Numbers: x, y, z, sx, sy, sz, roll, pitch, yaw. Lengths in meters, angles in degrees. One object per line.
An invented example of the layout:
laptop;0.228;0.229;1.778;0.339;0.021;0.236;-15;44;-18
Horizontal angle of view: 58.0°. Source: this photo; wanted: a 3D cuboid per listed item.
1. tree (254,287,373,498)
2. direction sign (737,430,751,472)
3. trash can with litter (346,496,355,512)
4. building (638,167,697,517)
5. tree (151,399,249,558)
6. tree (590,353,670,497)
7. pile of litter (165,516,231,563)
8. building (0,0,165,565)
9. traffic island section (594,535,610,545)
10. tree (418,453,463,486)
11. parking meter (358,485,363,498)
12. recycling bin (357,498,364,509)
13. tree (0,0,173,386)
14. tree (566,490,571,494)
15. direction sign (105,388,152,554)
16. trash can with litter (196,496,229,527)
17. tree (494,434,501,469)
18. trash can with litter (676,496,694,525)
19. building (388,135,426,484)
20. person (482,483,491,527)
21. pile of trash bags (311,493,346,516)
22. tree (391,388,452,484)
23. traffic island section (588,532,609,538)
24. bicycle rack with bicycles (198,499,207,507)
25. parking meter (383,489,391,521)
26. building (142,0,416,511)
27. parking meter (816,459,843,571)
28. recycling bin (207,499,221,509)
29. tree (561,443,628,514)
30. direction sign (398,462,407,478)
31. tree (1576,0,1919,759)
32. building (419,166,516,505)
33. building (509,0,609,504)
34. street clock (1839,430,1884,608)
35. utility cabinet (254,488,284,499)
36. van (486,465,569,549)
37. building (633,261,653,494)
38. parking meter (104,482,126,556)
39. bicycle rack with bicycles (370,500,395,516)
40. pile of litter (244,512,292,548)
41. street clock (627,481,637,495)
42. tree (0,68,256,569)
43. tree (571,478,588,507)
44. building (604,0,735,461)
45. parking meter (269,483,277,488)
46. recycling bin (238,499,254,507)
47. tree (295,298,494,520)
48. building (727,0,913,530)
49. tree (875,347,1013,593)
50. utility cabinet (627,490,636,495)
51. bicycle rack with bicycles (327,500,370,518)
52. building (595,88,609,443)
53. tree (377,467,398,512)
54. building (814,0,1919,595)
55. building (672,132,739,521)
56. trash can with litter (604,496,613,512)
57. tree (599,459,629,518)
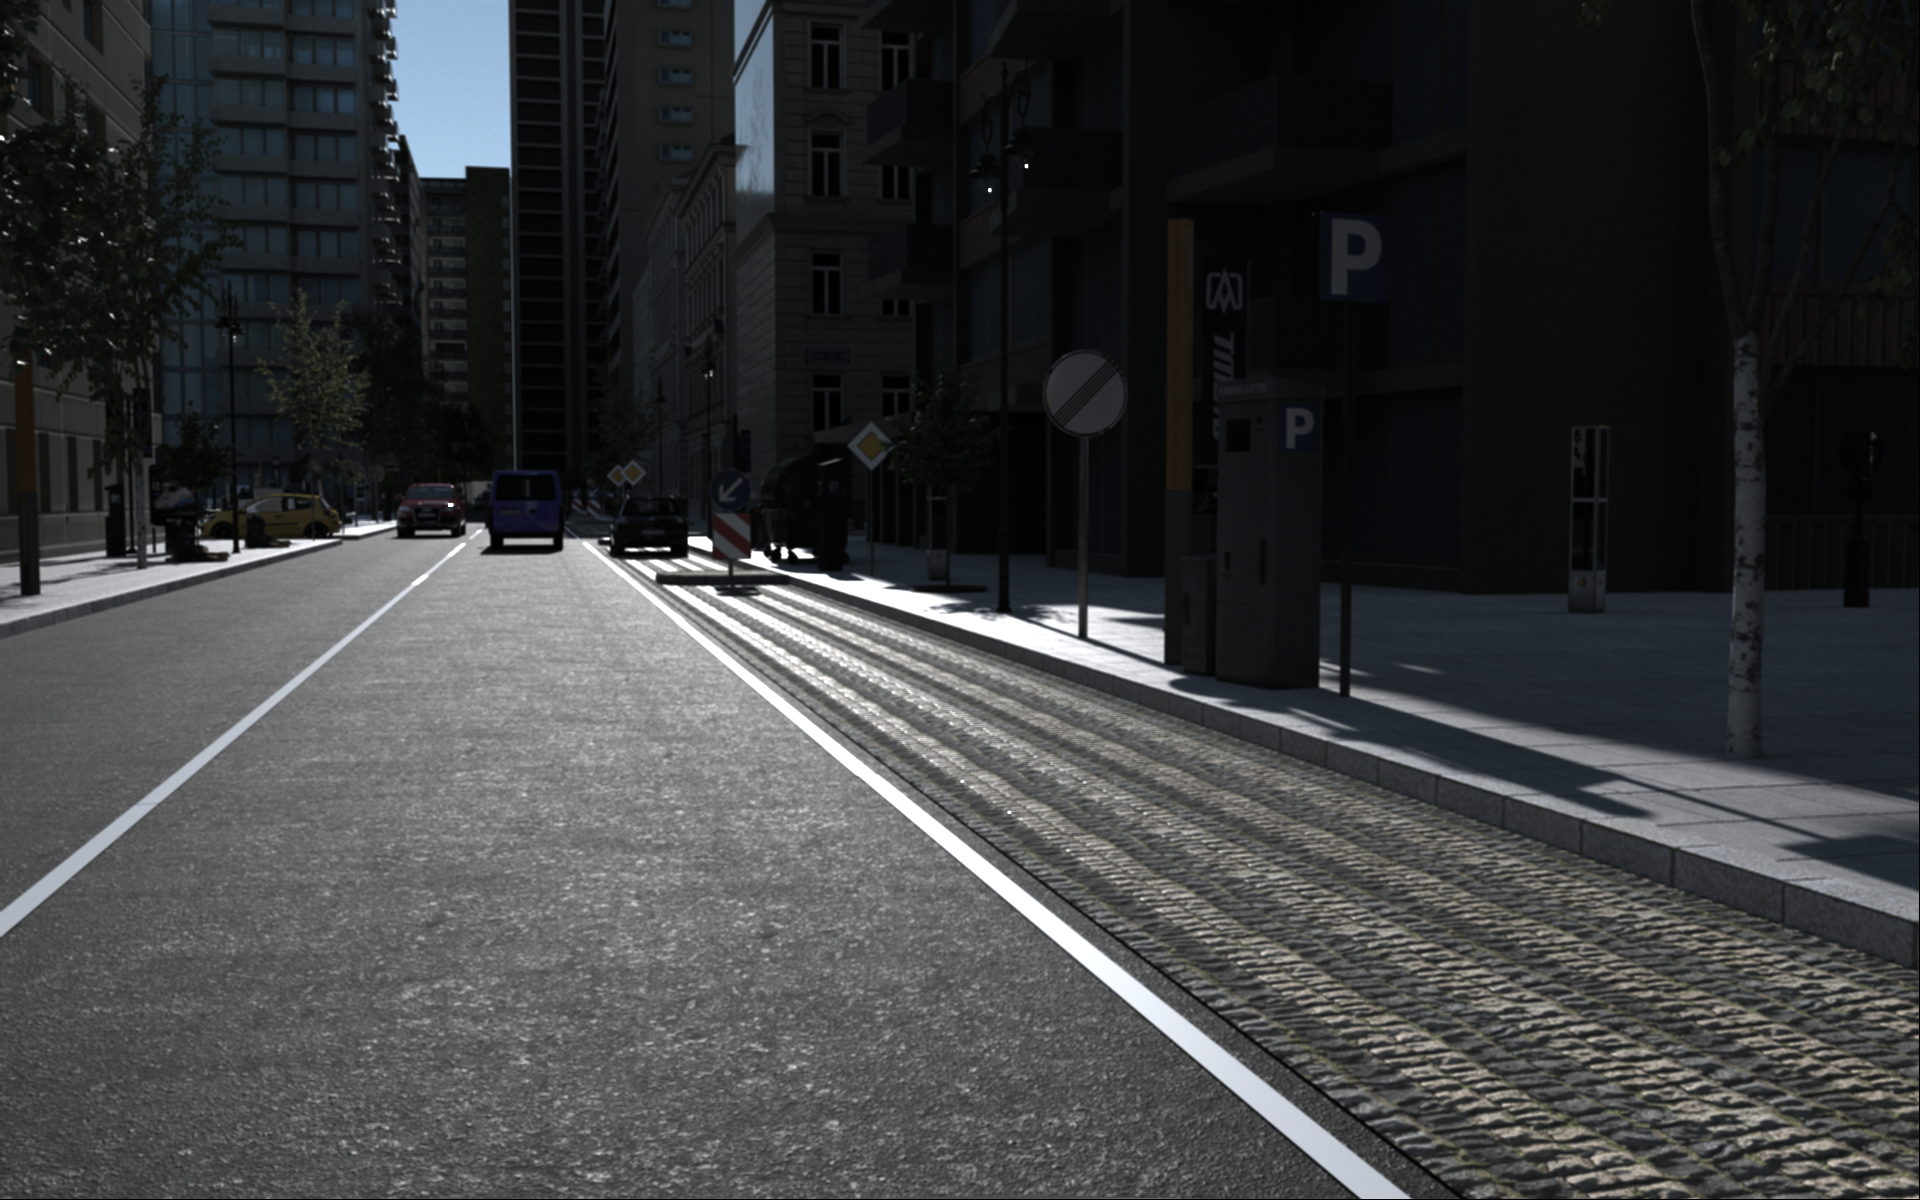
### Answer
tree;-22.648;-6.779;61.201;4.360;8.622;3.978;0;3;0
direction sign;-7.783;-4.225;61.077;0.876;3.537;0.379;-2;4;-30
trash can with litter;-42.649;-6.746;121.687;1.055;1.170;0.624;-1;4;-22
building;-13.007;-16.479;105.587;11.583;22.565;21.152;-1;4;-14
tree;-15.667;-2.491;35.334;1.663;3.219;1.824;0;3;0
tree;-17.440;-8.553;90.210;4.737;8.622;4.395;0;3;0
pile of litter;-14.609;-1.175;33.171;1.176;0.858;1.719;-1;4;-20
building;-31.642;-11.201;28.172;28.899;21.520;27.650;-1;4;-14
traffic island section;-9.334;-1.675;49.668;2.009;0.180;2.903;-1;4;-14
tree;-44.409;-10.016;147.478;4.285;4.588;4.351;0;3;0
parking meter;-39.286;-6.595;113.541;0.255;1.863;0.399;0;4;-5
recycling bin;-37.740;-5.947;109.791;0.722;1.027;0.722;1;4;17
tree;-10.879;-5.836;12.428;9.611;12.733;9.660;0;3;0
tree;-45.700;-12.786;203.644;1.663;3.219;1.824;0;3;0
direction sign;-17.744;-2.755;37.036;0.876;3.537;0.379;-1;4;-20
trash can with litter;-29.885;-3.452;67.495;1.678;1.210;2.233;2;4;30
tree;-31.643;-10.034;98.472;8.767;10.594;7.601;3;4;39
trash can with litter;-12.056;-3.765;72.615;2.233;1.210;1.678;-2;4;-31
building;-68.252;-29.818;179.403;23.993;40.220;32.217;-1;4;-14
person;-20.264;-4.079;74.558;0.474;1.900;0.648;0;4;5
pile of trash bags;-35.250;-5.150;93.950;1.912;1.369;3.447;3;5;39
tree;-34.438;-9.822;110.957;4.737;8.622;4.395;0;3;0
traffic island section;-11.282;-2.149;57.413;2.009;0.180;2.903;-1;4;-14
bicycle rack with bicycles;-51.629;-6.263;115.777;2.852;0.926;2.925;2;4;28
parking meter;-27.088;-4.493;81.869;0.372;1.533;0.369;0;3;0
building;-56.855;-31.729;138.378;23.786;49.044;30.456;-1;4;-14
parking meter;-2.175;-1.416;28.858;0.399;1.863;0.255;-2;4;-33
recycling bin;-41.629;-5.163;96.967;0.722;1.027;0.722;2;4;27
tree;-23.082;-7.896;112.808;4.285;4.588;4.351;0;3;0
direction sign;-39.933;-8.079;124.087;0.876;3.537;0.379;2;4;34
tree;3.888;-3.524;7.976;4.737;8.622;4.395;0;3;0
building;-63.373;-32.681;217.928;14.086;41.232;14.154;-1;4;-14
building;-47.201;-48.048;223.833;20.611;71.187;20.563;-1;4;-14
street clock;10.172;-0.919;19.597;0.471;2.002;0.358;-2;4;-27
utility cabinet;-25.593;-3.406;64.362;1.173;1.500;0.318;-2;4;-27
van;-11.741;-2.605;46.976;2.240;2.365;5.245;-1;4;-13
building;-17.608;-16.481;124.224;10.420;20.320;16.860;-1;4;-14
parking meter;-17.444;-1.673;35.764;0.372;1.533;0.369;0;3;0
bicycle rack with bicycles;-33.799;-5.358;100.980;2.925;0.926;2.852;3;5;44
pile of litter;-16.706;-1.698;41.731;1.176;0.858;1.719;0;4;-8
street clock;-15.658;-4.779;82.706;0.471;2.002;0.358;-1;4;-14
tree;-14.270;-4.834;29.401;4.737;8.622;4.395;0;3;0
tree;-38.570;-11.181;177.417;1.663;3.219;1.824;0;3;0
building;-19.369;-32.222;150.536;21.300;48.544;21.600;-1;4;-14
parking meter;-36.491;-5.279;92.023;0.399;1.863;0.255;2;4;32
recycling bin;-34.844;-4.423;84.869;0.722;1.027;0.722;1;4;9
tree;-28.671;-9.125;83.600;8.767;10.594;7.601;2;4;32
building;3.773;-16.645;69.404;25.104;27.353;12.463;-1;4;-14
tree;-0.176;-1.737;23.002;1.663;3.219;1.824;0;3;0
utility cabinet;-16.420;-4.767;86.620;0.318;1.500;1.173;-1;4;-19
bicycle rack with bicycles;-30.763;-4.313;83.894;2.925;0.926;2.852;1;4;9
building;-28.074;-34.865;189.643;23.786;49.044;30.456;-1;4;-14
tree;-41.269;-7.992;125.273;1.663;3.219;1.824;0;3;0
building;9.849;-23.294;35.475;22.147;44.769;28.867;-1;4;-14
building;-7.953;-13.487;85.140;10.561;19.102;19.286;-1;4;-14
trash can with litter;-21.467;-5.825;106.624;0.624;1.170;1.055;-3;5;-43
tree;-20.815;-6.740;104.804;1.663;3.219;1.824;0;3;0
